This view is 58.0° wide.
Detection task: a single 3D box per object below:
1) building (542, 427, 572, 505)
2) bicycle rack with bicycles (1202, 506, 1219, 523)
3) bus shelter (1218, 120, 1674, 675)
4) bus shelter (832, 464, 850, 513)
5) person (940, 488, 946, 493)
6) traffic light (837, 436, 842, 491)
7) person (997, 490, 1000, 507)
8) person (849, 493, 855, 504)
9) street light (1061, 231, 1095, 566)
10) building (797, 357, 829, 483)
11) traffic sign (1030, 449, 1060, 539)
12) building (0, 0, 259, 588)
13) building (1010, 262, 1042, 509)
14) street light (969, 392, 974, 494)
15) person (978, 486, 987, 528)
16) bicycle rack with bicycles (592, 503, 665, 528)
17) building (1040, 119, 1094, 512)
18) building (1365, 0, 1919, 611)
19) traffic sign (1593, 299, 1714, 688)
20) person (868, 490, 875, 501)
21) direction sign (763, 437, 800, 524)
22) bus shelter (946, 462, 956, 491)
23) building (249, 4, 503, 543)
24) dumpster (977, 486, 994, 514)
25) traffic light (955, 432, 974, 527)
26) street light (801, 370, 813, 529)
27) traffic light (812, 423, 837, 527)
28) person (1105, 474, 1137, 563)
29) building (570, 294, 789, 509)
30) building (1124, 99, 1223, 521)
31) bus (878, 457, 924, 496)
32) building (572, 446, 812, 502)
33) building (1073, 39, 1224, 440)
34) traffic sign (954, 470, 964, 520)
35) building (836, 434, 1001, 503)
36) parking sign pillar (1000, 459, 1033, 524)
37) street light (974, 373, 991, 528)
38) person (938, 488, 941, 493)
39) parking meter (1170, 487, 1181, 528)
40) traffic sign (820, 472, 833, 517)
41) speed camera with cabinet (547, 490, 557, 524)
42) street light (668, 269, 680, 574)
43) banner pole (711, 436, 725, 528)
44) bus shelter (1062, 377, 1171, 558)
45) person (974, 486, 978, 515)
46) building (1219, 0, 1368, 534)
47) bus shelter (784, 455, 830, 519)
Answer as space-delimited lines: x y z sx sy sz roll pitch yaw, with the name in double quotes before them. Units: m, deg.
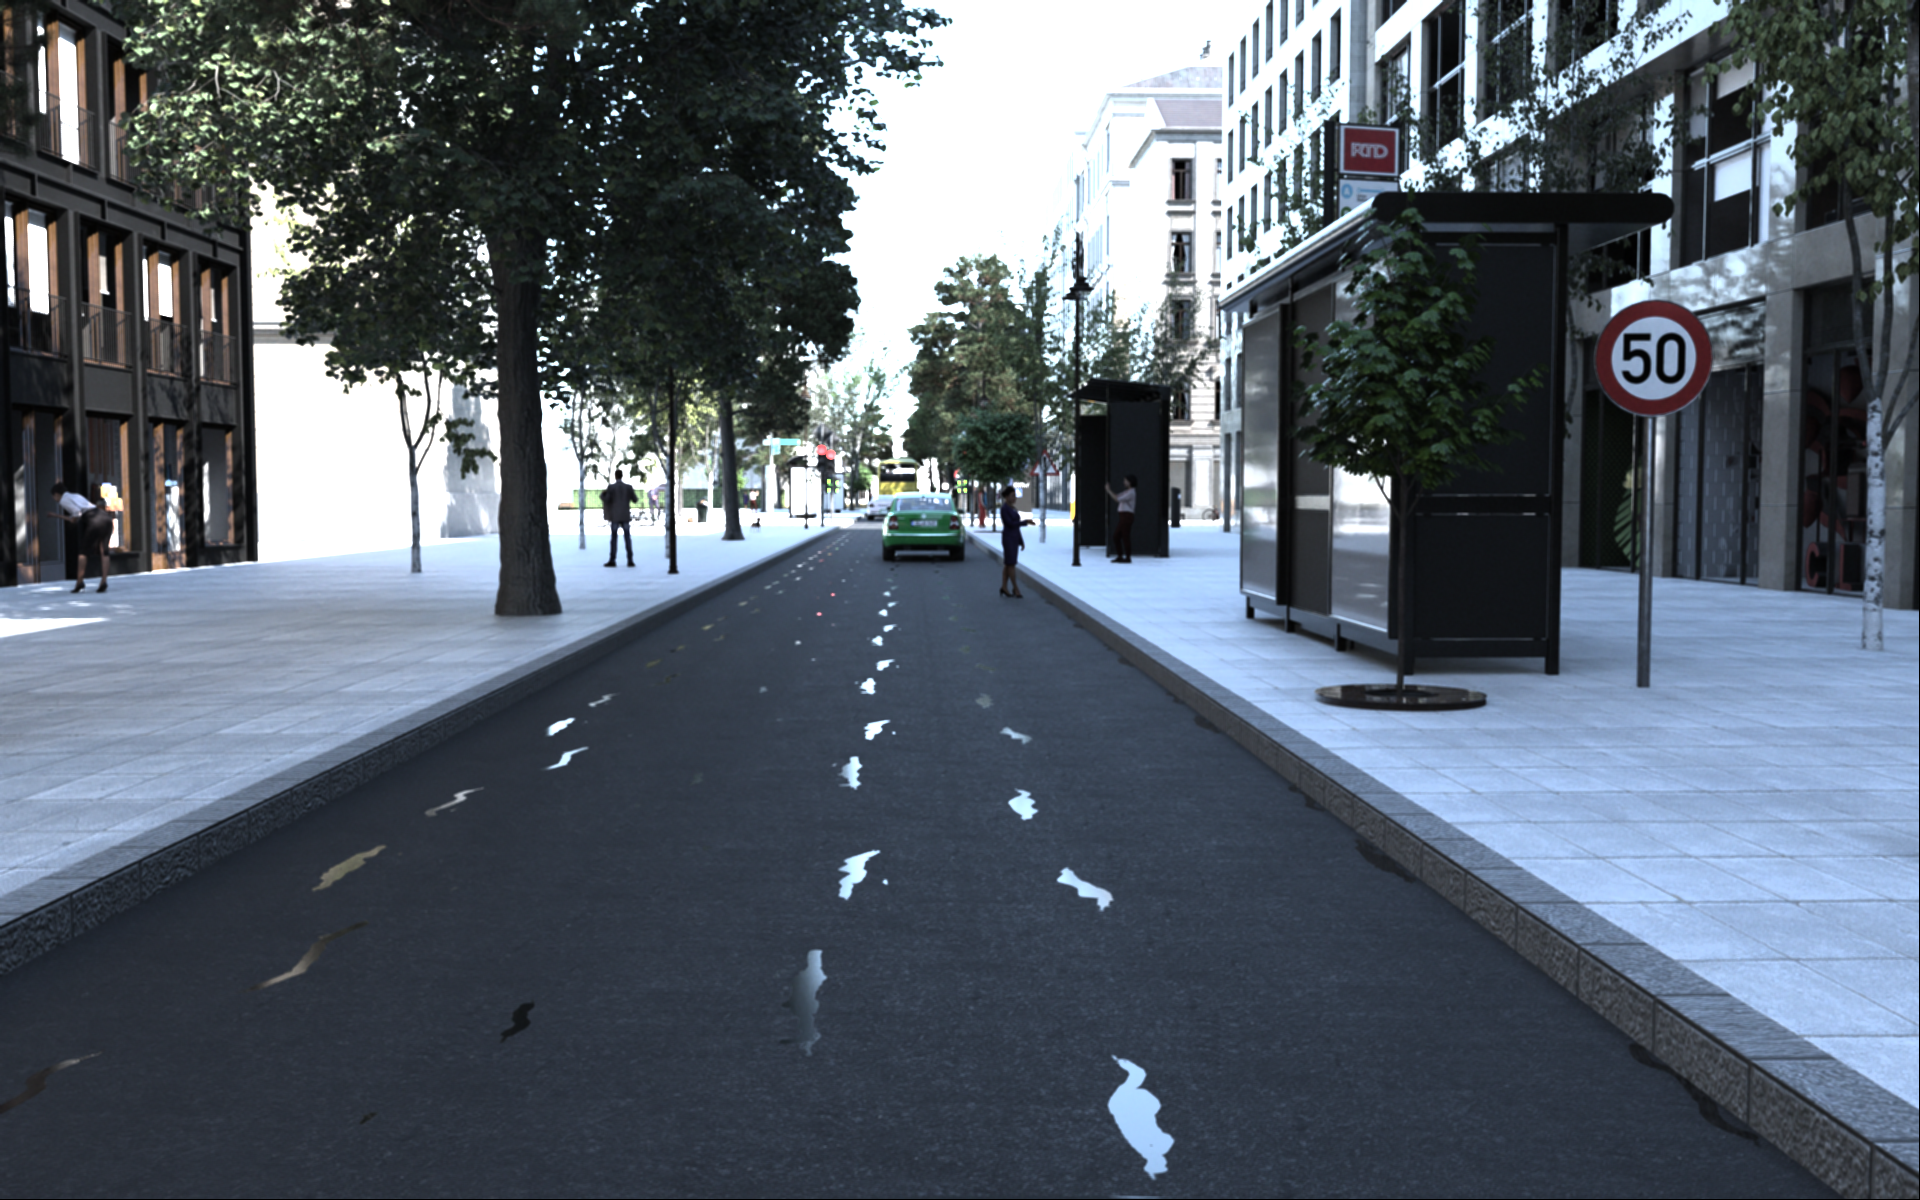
"building" -60.566 -16.549 212.728 28.070 9.664 9.099 0 4 -2
"bicycle rack with bicycles" 12.212 -3.851 76.354 2.925 0.926 2.852 1 4 11
"bus shelter" 3.798 -2.369 16.372 2.179 5.291 8.768 0 4 -2
"bus shelter" -8.586 -7.602 118.215 2.014 3.302 5.546 0 4 -2
"person" -1.448 -8.563 146.601 0.990 1.755 0.434 0 4 -3
"traffic light" -5.554 -5.244 74.983 0.839 4.213 0.868 0 4 -2
"person" 3.823 -10.283 174.852 0.721 1.739 1.217 -1 4 -19
"person" -13.710 -13.310 223.673 1.348 1.822 0.705 1 4 12
"street light" 2.078 -3.545 30.755 0.468 5.910 1.993 0 4 -2
"building" -24.829 -24.023 249.199 11.380 20.091 16.016 0 4 -2
"traffic sign" 2.435 -3.045 49.790 0.884 2.594 0.081 0 4 5
"building" -19.195 -11.888 24.042 12.332 23.373 15.834 0 4 -2
"building" 20.111 -19.908 169.475 27.936 21.610 32.646 0 4 -2
"street light" 0.619 -6.492 78.939 0.468 5.910 1.993 0 4 -2
"person" 0.862 -3.490 64.814 0.444 1.614 0.593 1 4 20
"bicycle rack with bicycles" -12.523 -3.251 66.530 2.925 0.926 2.852 0 4 -6
"building" 12.949 -21.913 135.773 11.434 29.767 29.804 0 4 -2
"building" 19.809 -13.456 24.529 19.350 26.468 34.151 0 4 -2
"traffic sign" 4.546 -0.693 11.444 0.768 2.556 0.104 0 4 4
"person" -10.276 -11.885 201.073 0.721 1.736 1.217 3 5 44
"direction sign" -7.647 -5.294 75.318 1.411 3.948 2.525 -1 4 -22
"bus shelter" -0.163 -8.527 130.695 1.731 3.624 6.357 0 4 -2
"building" -25.963 -16.125 51.031 23.554 28.519 14.401 0 4 -2
"dumpster" 1.623 -6.509 112.179 1.264 1.857 1.865 0 4 -2
"traffic light" 0.204 -5.256 75.173 0.839 4.213 0.868 0 4 -2
"street light" -5.640 -5.543 63.409 0.468 5.910 1.993 0 4 -2
"traffic light" -5.312 -4.756 67.002 0.839 4.213 0.868 0 4 -2
"person" 2.992 -1.512 32.221 0.566 1.644 0.517 3 4 38
"building" -25.675 -18.292 165.539 16.747 18.905 31.486 0 4 -2
"building" 17.941 -14.568 87.337 18.267 20.994 9.793 0 4 -2
"bus" -3.959 -7.561 115.172 2.896 3.916 12.252 0 4 0
"building" -32.416 -16.573 213.116 28.070 9.664 9.099 0 4 -2
"building" 14.746 -19.866 110.717 13.634 28.700 20.117 0 4 -2
"traffic sign" 0.100 -5.019 82.163 0.768 2.556 0.104 0 4 1
"building" -4.913 -18.686 247.664 28.070 9.664 9.099 0 4 -2
"parking sign pillar" 2.449 -5.300 75.130 1.447 3.967 1.447 -1 4 -17
"street light" 0.901 -5.710 66.142 0.468 5.910 1.993 0 4 -2
"person" -1.895 -9.683 164.327 0.705 1.831 1.348 -1 4 -13
"parking meter" 8.210 -3.520 65.967 0.372 1.533 0.369 0 3 0
"traffic sign" -7.382 -5.856 95.858 0.768 2.556 0.104 0 4 -1
"speed camera with cabinet" -18.456 -4.910 74.614 2.038 3.252 0.660 -2 4 -25
"street light" -4.629 -3.363 27.779 0.468 5.910 1.993 0 4 -2
"banner pole" -9.133 -4.617 65.505 0.863 3.779 0.401 3 4 39
"bus shelter" 3.370 -2.858 38.011 1.731 3.624 6.357 0 4 -2
"person" 0.913 -6.209 108.112 0.434 1.755 0.990 2 4 28
"building" 14.302 -11.961 50.322 10.420 20.320 16.860 0 4 -2
"bus shelter" -8.108 -5.974 91.602 2.014 3.302 5.546 0 4 -2
